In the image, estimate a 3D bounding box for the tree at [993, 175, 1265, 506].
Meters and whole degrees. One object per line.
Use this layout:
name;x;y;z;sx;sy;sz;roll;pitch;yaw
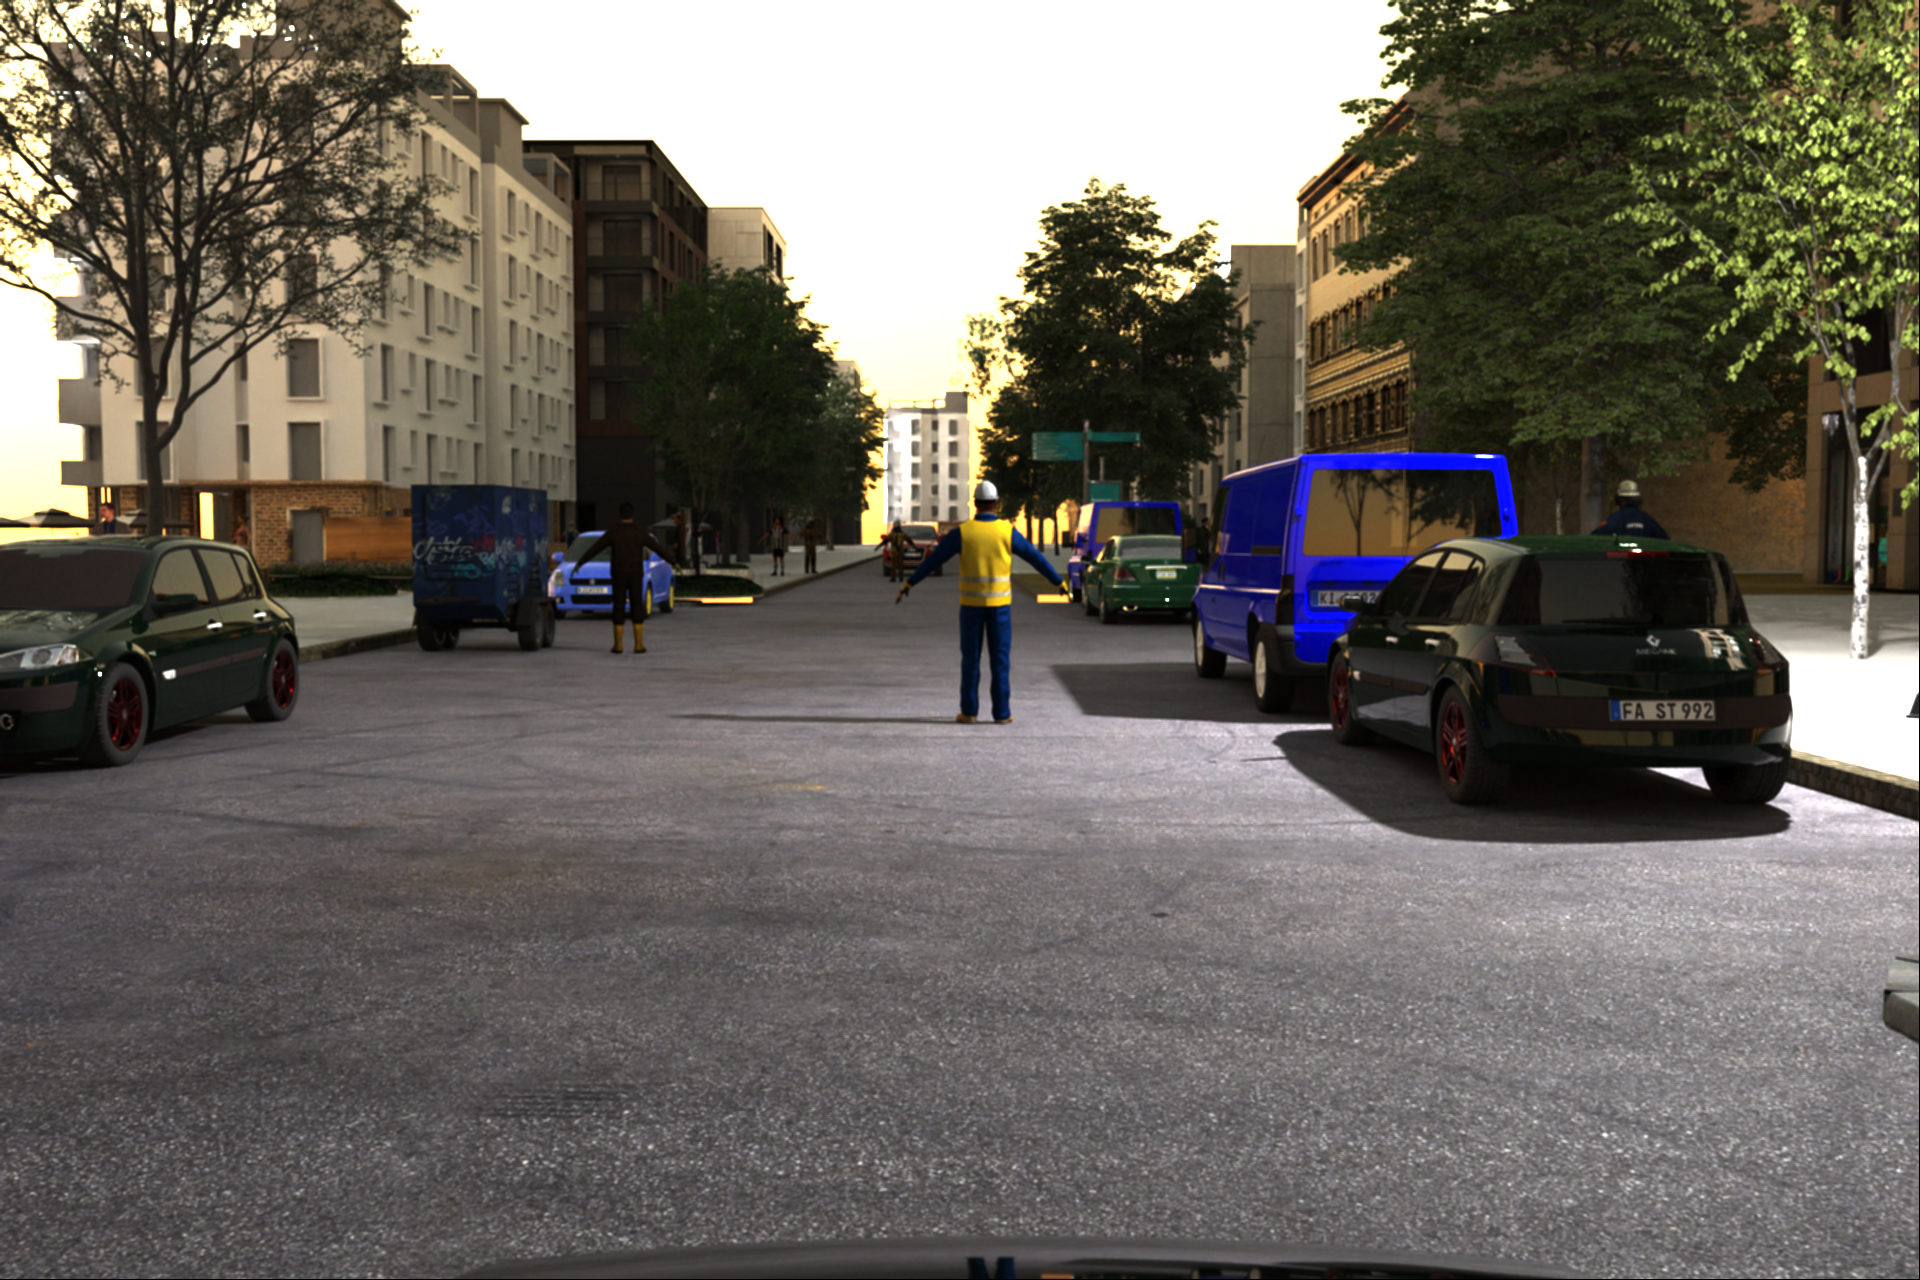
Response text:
tree;5.883;-9.473;61.545;9.857;13.997;8.962;0;3;0

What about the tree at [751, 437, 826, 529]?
tree;-9.067;-8.314;86.304;4.737;8.622;4.395;0;3;0

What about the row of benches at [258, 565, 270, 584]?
row of benches;-16.552;-1.329;37.197;4.104;0.672;1.422;2;4;27

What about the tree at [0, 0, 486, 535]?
tree;-12.275;-7.093;26.343;12.009;13.543;11.850;0;3;0

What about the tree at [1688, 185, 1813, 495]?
tree;26.789;-8.339;54.471;7.486;12.596;7.792;0;3;0

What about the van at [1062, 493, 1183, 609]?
van;3.256;-1.849;34.607;2.240;2.365;5.245;0;4;-1

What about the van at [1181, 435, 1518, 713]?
van;3.320;-0.682;15.542;2.240;2.365;5.245;0;4;-2

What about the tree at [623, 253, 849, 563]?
tree;-9.903;-10.469;77.823;9.857;13.997;8.962;0;3;0

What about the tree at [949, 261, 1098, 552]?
tree;5.460;-16.091;118.973;12.611;20.169;13.585;0;3;0

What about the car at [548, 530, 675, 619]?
car;-6.077;-1.268;30.318;1.945;1.707;3.694;0;4;0

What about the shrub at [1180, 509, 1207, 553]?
shrub;6.560;-2.909;51.606;1.661;2.075;1.752;0;3;0

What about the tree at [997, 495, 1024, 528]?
tree;6.914;-16.937;227.275;4.737;8.622;4.395;0;3;0

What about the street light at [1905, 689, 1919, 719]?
street light;7.314;-2.409;11.925;1.470;5.913;1.316;0;4;0

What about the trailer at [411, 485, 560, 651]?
trailer;-5.865;-0.840;20.783;1.471;1.999;3.904;0;4;0

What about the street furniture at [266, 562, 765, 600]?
street furniture;-9.039;-1.281;36.577;10.072;0.657;5.734;0;4;2

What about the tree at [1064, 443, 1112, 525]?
tree;5.915;-8.176;84.045;4.360;8.622;3.978;0;3;0

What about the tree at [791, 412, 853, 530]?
tree;-9.232;-9.354;103.293;4.360;8.622;3.978;0;3;0

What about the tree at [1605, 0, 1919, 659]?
tree;9.022;-4.104;17.462;4.737;8.622;4.395;0;3;0

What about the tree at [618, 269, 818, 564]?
tree;-9.513;-8.777;69.265;9.928;11.665;9.643;0;3;0

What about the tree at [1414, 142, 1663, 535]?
tree;16.415;-8.034;49.480;7.486;12.596;7.792;0;3;0

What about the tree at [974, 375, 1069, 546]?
tree;5.548;-14.113;137.397;9.857;13.997;8.962;0;3;0

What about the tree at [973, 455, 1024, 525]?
tree;5.386;-19.300;233.687;7.486;12.596;7.792;0;3;0

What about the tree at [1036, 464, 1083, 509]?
tree;6.285;-8.577;90.600;4.737;8.622;4.395;0;3;0

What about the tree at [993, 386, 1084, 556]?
tree;5.449;-10.294;102.718;7.601;10.594;8.767;-1;4;-14

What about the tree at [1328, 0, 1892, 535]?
tree;9.181;-6.540;25.063;7.486;12.596;7.792;0;3;0

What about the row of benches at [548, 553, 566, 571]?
row of benches;-13.022;-2.427;55.149;1.422;0.672;4.104;-2;4;-27

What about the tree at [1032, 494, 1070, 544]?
tree;12.894;-18.286;233.390;7.601;10.594;8.767;0;4;5

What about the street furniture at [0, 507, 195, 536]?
street furniture;-27.733;-2.273;42.198;14.083;1.986;27.439;0;4;-1

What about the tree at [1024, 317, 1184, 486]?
tree;6.228;-8.504;73.454;8.767;10.594;7.601;2;4;31

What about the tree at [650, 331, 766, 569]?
tree;-9.563;-6.900;63.174;4.360;8.622;3.978;0;3;0

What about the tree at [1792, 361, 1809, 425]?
tree;25.189;-5.883;46.549;4.360;8.622;3.978;0;3;0

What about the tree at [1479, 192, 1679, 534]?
tree;13.078;-5.317;37.288;4.737;8.622;4.395;0;3;0

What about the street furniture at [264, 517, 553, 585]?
street furniture;-15.233;-2.420;46.420;9.812;1.723;11.010;2;4;23

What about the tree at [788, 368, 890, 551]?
tree;-10.057;-13.785;132.041;9.857;13.997;8.962;0;3;0
